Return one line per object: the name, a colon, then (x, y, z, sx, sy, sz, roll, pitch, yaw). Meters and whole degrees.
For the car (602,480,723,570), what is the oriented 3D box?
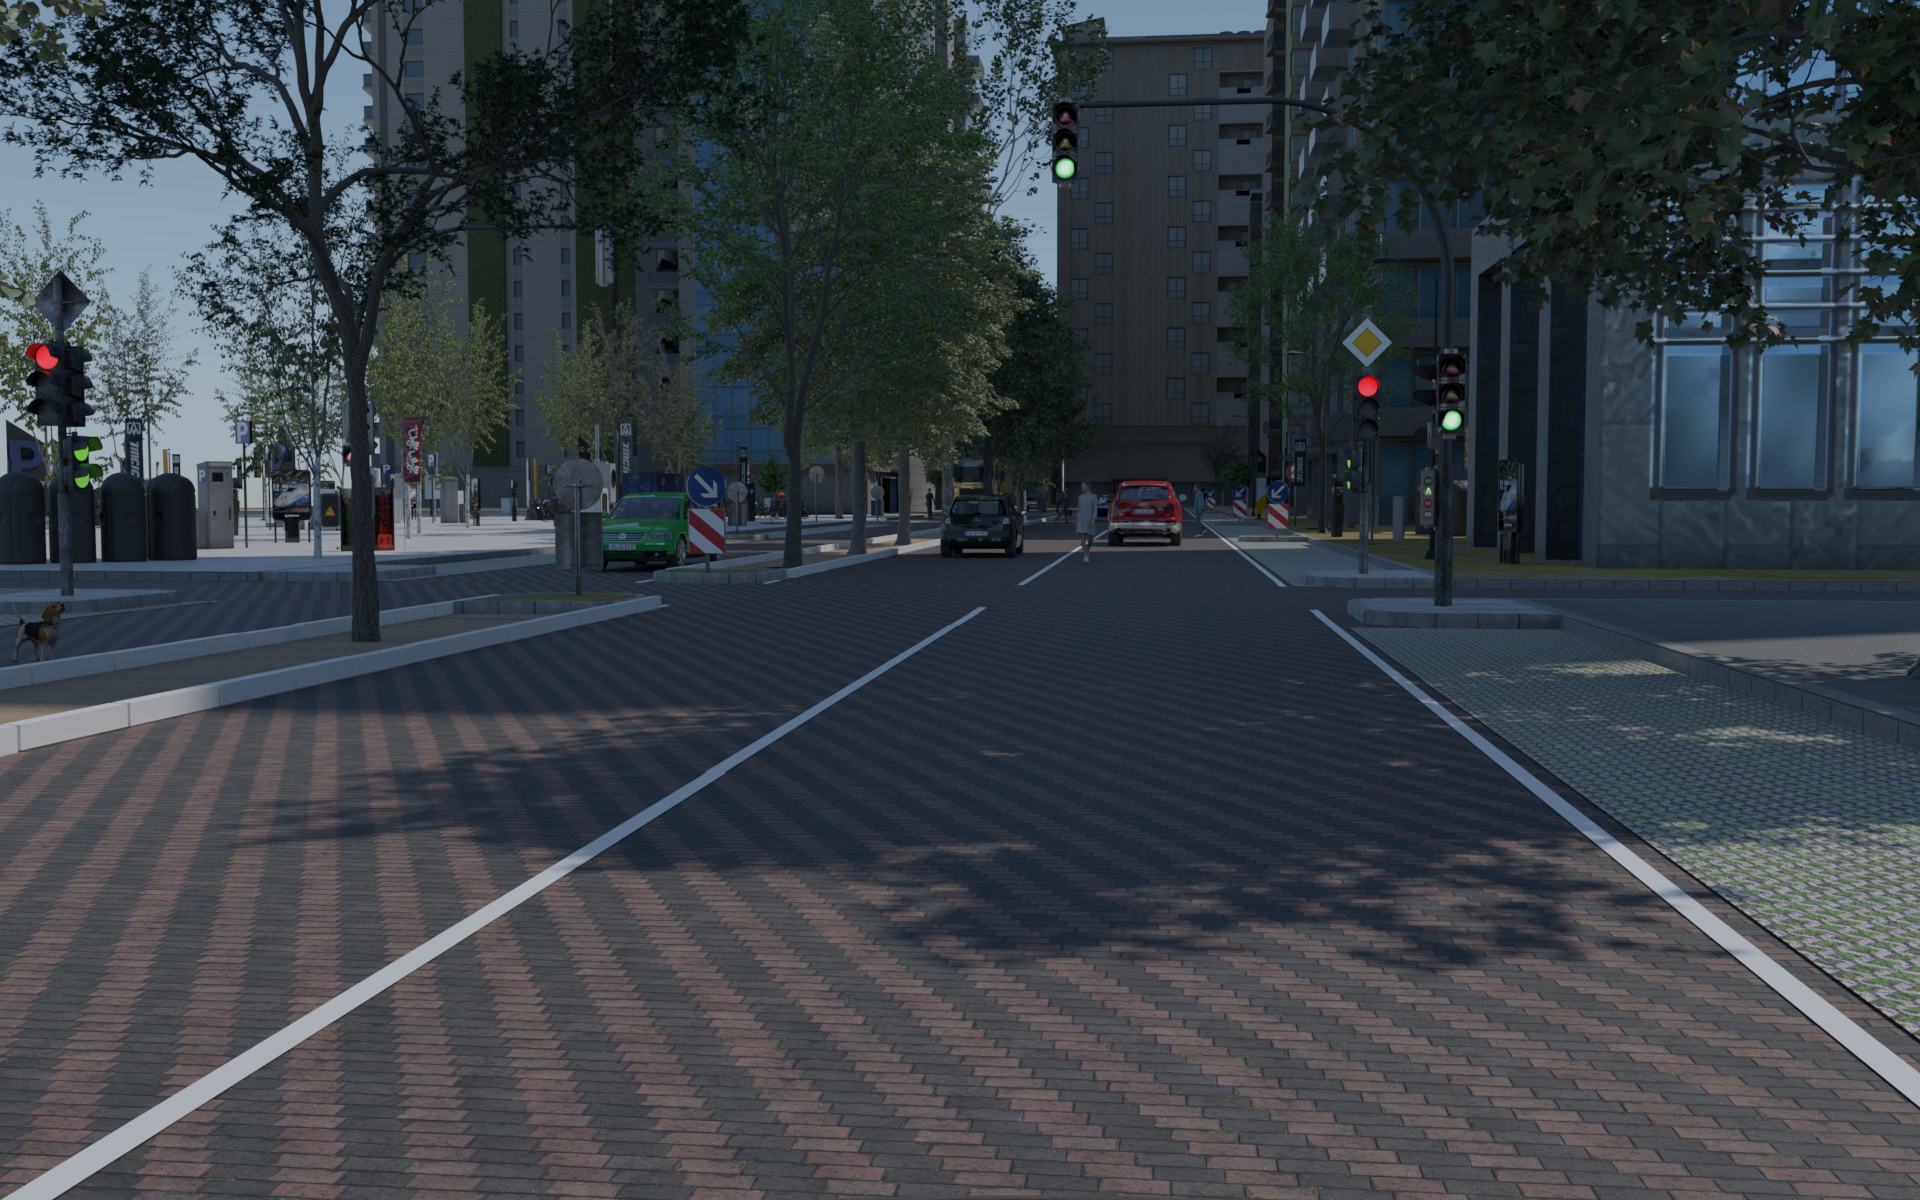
car: (-5.893, -1.527, 33.765, 1.959, 1.807, 4.718, 0, 4, 7)

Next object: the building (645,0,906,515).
building: (-11.382, -28.273, 112.376, 14.600, 45.320, 14.200, 0, 4, 7)

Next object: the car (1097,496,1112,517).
car: (7.592, -4.892, 92.558, 1.945, 1.354, 3.894, 0, 4, 8)

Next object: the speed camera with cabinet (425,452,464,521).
speed camera with cabinet: (-24.605, -5.399, 82.608, 0.660, 3.252, 2.038, 2, 4, 26)

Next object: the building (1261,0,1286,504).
building: (34.418, -29.115, 130.652, 22.147, 44.769, 28.867, 0, 4, 7)

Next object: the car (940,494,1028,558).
car: (0.551, -1.875, 40.436, 2.009, 1.686, 4.222, 0, 4, 6)

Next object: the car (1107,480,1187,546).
car: (5.325, -2.499, 49.525, 2.281, 1.827, 5.304, 0, 4, 8)

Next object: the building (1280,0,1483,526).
building: (27.607, -28.155, 79.935, 23.786, 49.044, 30.456, 0, 4, 7)

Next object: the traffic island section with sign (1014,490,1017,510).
traffic island section with sign: (5.269, -9.149, 158.215, 1.989, 1.847, 2.006, 0, 4, 7)

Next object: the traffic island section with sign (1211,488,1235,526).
traffic island section with sign: (12.627, -4.306, 79.030, 1.989, 1.847, 2.006, 0, 4, 7)

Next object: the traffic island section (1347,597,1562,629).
traffic island section: (5.561, 0.145, 19.910, 2.009, 0.180, 2.903, 0, 4, 7)

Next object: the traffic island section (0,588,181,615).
traffic island section: (-11.310, 0.022, 21.918, 2.009, 0.180, 2.903, 0, 4, 7)

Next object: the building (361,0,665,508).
building: (-42.971, -38.552, 172.330, 28.212, 58.520, 21.231, 0, 4, 7)

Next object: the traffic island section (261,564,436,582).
traffic island section: (-10.366, -0.463, 29.847, 2.009, 0.180, 2.903, 0, 4, 7)

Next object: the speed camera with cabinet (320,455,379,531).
speed camera with cabinet: (-21.503, -4.066, 60.821, 2.038, 3.252, 0.660, -1, 4, -10)

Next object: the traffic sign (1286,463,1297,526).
traffic sign: (13.594, -4.283, 70.128, 0.768, 2.556, 0.104, 1, 4, 11)

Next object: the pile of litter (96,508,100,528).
pile of litter: (-32.042, -3.150, 65.471, 1.176, 0.858, 1.719, -1, 4, -22)

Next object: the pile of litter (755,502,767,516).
pile of litter: (-12.067, -5.343, 101.316, 1.719, 0.858, 1.176, 1, 4, 9)

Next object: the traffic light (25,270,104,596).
traffic light: (-11.272, -2.010, 21.778, 0.839, 4.253, 0.868, 0, 4, 7)

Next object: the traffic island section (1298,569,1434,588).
traffic island section: (6.506, -0.340, 27.839, 2.009, 0.180, 2.903, 0, 4, 7)

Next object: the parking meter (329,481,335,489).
parking meter: (-28.041, -4.383, 77.380, 0.255, 1.863, 0.399, -1, 4, -17)

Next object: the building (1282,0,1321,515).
building: (27.485, -26.040, 109.343, 14.154, 41.232, 14.086, 0, 4, 7)

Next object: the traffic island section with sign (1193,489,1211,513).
traffic island section with sign: (18.566, -7.358, 128.936, 1.989, 1.847, 2.006, 0, 4, 7)

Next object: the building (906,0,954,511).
building: (-12.605, -36.173, 133.434, 21.231, 58.520, 28.212, 0, 4, 7)

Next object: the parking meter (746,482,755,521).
parking meter: (-9.839, -4.629, 81.388, 0.399, 1.863, 0.255, -2, 4, -28)

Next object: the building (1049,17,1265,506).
building: (24.954, -37.357, 200.025, 27.495, 52.752, 28.713, 0, 4, 7)

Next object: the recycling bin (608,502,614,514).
recycling bin: (-20.294, -5.344, 99.927, 0.722, 1.027, 0.722, 1, 4, 16)

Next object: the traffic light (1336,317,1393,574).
traffic light: (6.468, -2.374, 27.730, 0.839, 4.253, 0.868, 0, 4, 7)

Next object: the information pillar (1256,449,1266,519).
information pillar: (15.442, -5.961, 88.814, 0.504, 3.616, 0.183, 0, 4, 6)

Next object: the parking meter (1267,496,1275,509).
parking meter: (15.156, -4.644, 84.332, 0.372, 1.533, 0.369, 0, 3, 0)

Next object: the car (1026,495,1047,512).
car: (6.024, -7.744, 139.198, 1.945, 1.354, 3.894, 0, 4, 7)

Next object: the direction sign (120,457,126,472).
direction sign: (-51.589, -7.026, 106.870, 0.876, 3.537, 0.379, 3, 5, 41)

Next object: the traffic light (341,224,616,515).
traffic light: (-8.239, -3.353, 29.495, 4.771, 5.953, 1.251, 0, 4, 7)

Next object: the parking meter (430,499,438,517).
parking meter: (-30.122, -5.709, 99.055, 0.399, 1.863, 0.255, 0, 4, 2)

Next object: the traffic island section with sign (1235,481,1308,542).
traffic island section with sign: (9.433, -2.669, 52.264, 1.989, 1.847, 2.006, 0, 4, 7)

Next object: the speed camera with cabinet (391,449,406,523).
speed camera with cabinet: (-25.261, -5.077, 77.348, 0.660, 3.252, 2.038, -2, 4, -34)

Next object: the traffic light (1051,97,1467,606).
traffic light: (3.435, -2.767, 19.907, 4.771, 5.953, 1.251, 0, 4, 7)

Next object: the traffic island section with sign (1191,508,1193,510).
traffic island section with sign: (21.752, -8.995, 155.703, 1.989, 1.847, 2.006, 0, 4, 7)

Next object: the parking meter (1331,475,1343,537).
parking meter: (11.246, -2.809, 51.638, 0.255, 1.863, 0.399, 0, 4, -6)

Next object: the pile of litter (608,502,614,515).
pile of litter: (-19.221, -4.978, 95.354, 1.719, 0.858, 1.176, -1, 4, -14)

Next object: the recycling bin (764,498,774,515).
recycling bin: (-11.488, -5.663, 105.150, 0.722, 1.027, 0.722, -1, 4, -12)

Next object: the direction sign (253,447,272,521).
direction sign: (-33.652, -5.604, 83.626, 0.876, 3.537, 0.379, 0, 4, 4)

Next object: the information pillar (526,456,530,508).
information pillar: (-26.836, -7.114, 107.669, 0.183, 3.616, 0.504, -2, 4, -28)

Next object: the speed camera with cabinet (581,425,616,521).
speed camera with cabinet: (-10.162, -3.326, 48.716, 0.660, 3.252, 2.038, 0, 4, 1)

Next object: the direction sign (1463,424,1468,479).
direction sign: (16.569, -3.941, 56.435, 0.379, 3.537, 0.876, 3, 4, 37)

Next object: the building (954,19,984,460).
building: (-13.285, -33.533, 167.871, 30.456, 49.044, 23.786, 0, 4, 7)

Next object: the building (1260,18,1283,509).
building: (34.005, -30.750, 152.872, 14.600, 45.320, 14.200, 0, 4, 7)

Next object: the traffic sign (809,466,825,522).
traffic sign: (-6.534, -4.812, 78.774, 0.768, 2.556, 0.104, 1, 4, 14)

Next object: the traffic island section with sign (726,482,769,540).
traffic island section with sign: (-7.095, -2.808, 54.543, 1.989, 1.847, 2.006, 0, 4, 7)

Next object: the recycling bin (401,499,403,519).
recycling bin: (-28.738, -4.606, 87.865, 0.722, 1.027, 0.722, -3, 4, -37)

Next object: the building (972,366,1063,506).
building: (-3.049, -21.972, 204.273, 28.899, 21.520, 27.650, 0, 4, 7)

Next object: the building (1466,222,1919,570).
building: (27.663, -44.267, 36.429, 31.000, 86.520, 22.319, 0, 4, 7)

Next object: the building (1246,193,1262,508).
building: (34.782, -24.205, 167.460, 14.160, 30.474, 14.107, 0, 4, 7)

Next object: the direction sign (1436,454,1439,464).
direction sign: (15.607, -3.940, 56.419, 0.379, 3.537, 0.876, -1, 4, -14)

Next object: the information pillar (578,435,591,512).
information pillar: (-14.978, -4.755, 69.094, 0.504, 3.616, 0.183, 0, 4, -6)

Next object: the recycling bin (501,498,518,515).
recycling bin: (-27.794, -5.769, 106.880, 0.722, 1.027, 0.722, 2, 4, 30)

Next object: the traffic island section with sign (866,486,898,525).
traffic island section with sign: (-3.895, -4.445, 81.308, 1.989, 1.847, 2.006, 0, 4, 7)
